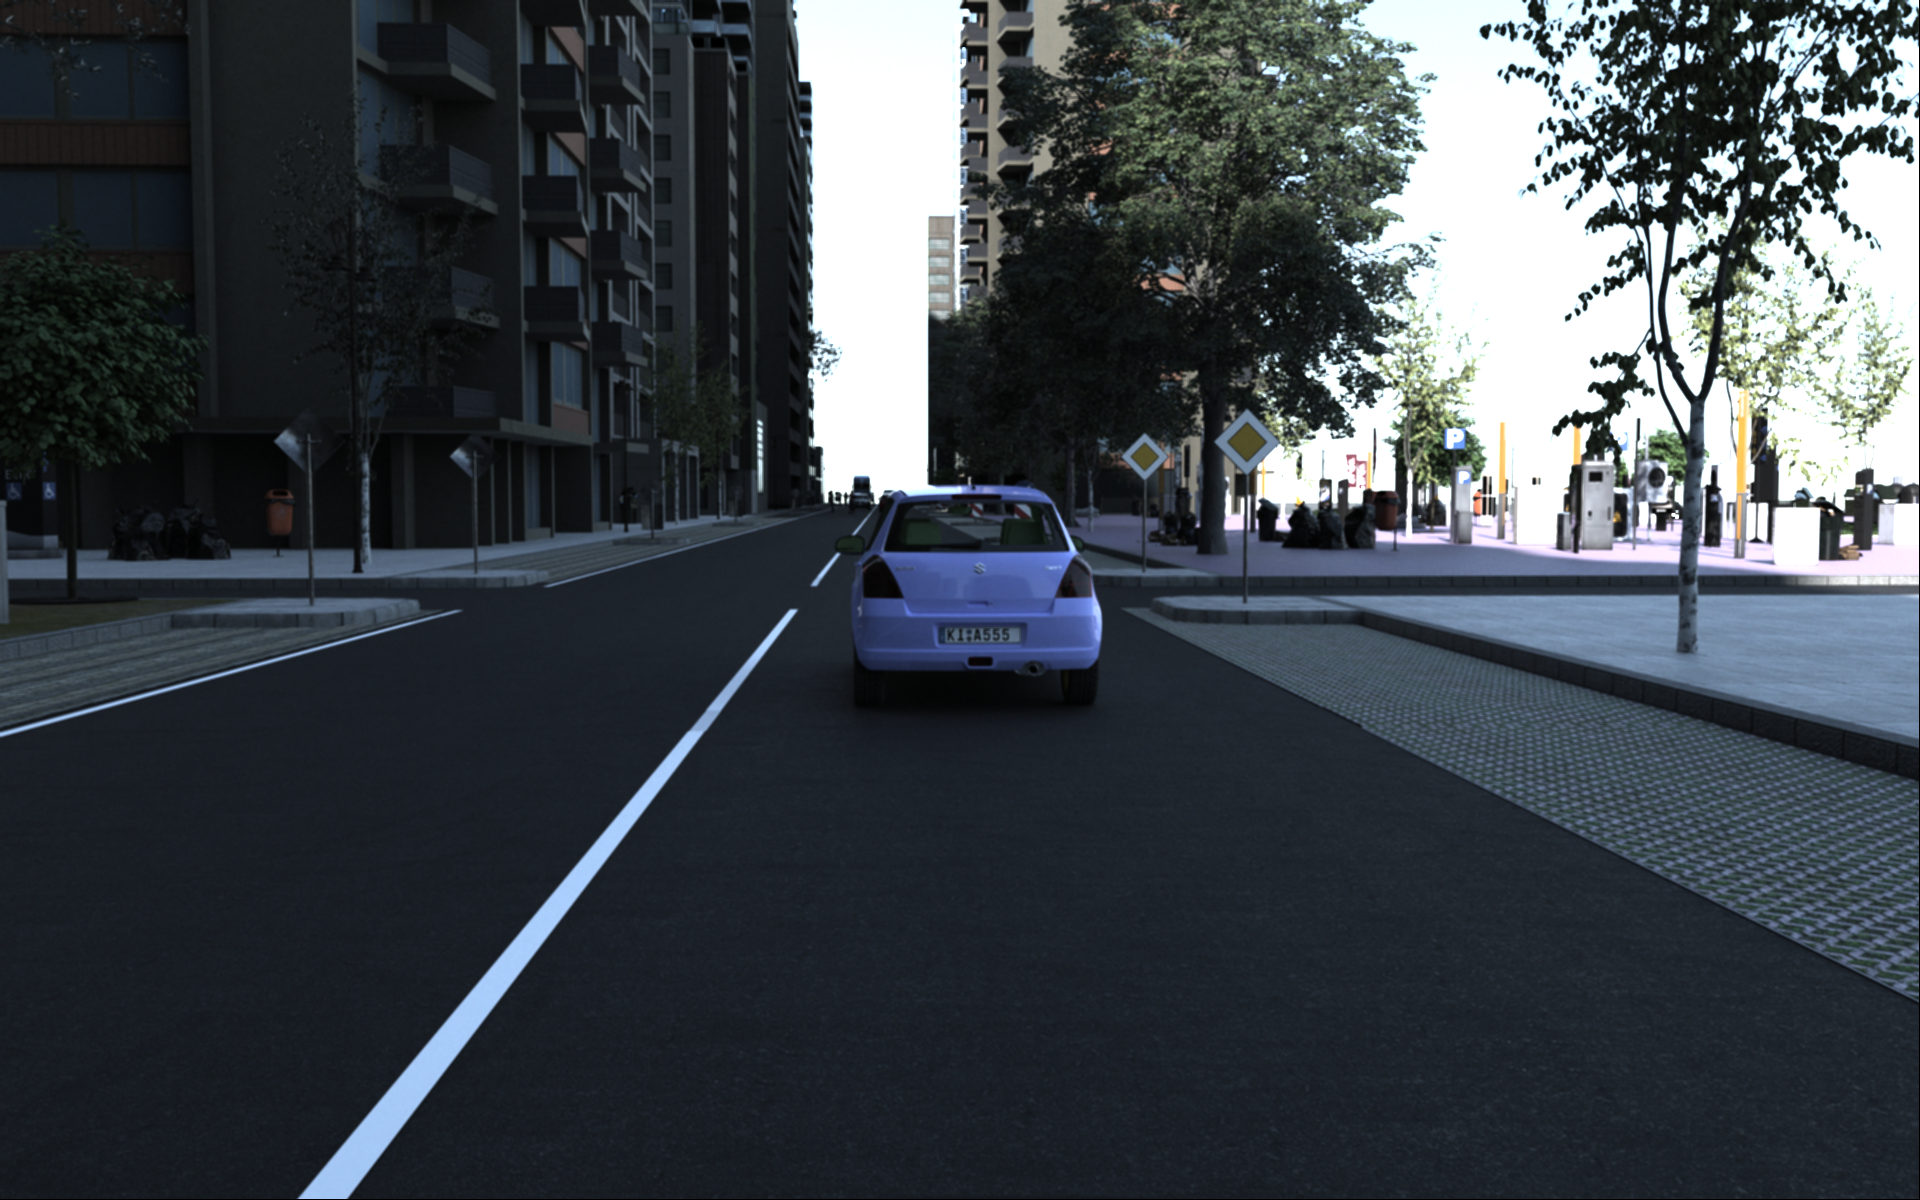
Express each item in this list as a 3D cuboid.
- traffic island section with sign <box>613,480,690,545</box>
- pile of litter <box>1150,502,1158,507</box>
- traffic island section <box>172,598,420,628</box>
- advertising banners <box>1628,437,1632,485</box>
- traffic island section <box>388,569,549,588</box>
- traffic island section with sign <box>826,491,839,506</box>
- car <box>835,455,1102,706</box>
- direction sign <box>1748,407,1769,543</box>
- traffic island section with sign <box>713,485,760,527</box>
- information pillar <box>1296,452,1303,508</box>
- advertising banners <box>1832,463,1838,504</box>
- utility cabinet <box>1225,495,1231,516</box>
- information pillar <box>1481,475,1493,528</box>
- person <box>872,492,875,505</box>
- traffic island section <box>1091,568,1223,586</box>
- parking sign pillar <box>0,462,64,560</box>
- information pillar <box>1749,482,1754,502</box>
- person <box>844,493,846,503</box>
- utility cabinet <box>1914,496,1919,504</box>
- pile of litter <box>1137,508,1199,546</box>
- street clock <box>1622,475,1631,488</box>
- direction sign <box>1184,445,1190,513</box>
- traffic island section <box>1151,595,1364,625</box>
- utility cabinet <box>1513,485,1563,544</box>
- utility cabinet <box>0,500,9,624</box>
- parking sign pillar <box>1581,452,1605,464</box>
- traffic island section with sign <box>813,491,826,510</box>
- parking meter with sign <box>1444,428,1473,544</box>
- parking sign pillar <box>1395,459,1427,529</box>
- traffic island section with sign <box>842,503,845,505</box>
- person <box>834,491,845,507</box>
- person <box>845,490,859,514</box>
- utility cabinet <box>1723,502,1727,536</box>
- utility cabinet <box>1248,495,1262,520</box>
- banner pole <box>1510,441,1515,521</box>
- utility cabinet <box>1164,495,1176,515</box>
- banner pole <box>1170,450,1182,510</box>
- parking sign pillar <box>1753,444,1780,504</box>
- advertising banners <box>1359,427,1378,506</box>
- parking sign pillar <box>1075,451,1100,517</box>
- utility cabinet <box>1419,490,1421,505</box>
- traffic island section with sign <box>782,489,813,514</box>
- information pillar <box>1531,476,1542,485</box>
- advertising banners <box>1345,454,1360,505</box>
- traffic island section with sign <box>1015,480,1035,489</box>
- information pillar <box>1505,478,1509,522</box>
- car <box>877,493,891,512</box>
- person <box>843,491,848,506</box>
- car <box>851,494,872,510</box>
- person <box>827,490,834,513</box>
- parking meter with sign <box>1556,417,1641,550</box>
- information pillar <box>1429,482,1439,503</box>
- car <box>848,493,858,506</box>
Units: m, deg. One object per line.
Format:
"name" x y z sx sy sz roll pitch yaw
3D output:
"traffic island section with sign" -8.729 -2.480 49.179 1.989 1.847 2.006 0 4 -2
"pile of litter" 10.395 -4.906 94.181 1.719 0.858 1.176 0 4 -3
"traffic island section" -7.464 0.146 19.892 2.009 0.180 2.903 0 4 -2
"advertising banners" 20.049 -3.426 52.207 0.090 3.025 2.074 2 4 30
"traffic island section" -7.804 -0.342 27.870 2.009 0.180 2.903 0 4 -2
"traffic island section with sign" -15.529 -12.230 208.587 1.989 1.847 2.006 0 4 -2
"car" 0.024 -0.212 13.060 1.945 1.707 3.694 0 4 -4
"direction sign" 21.086 -3.288 45.760 0.379 3.537 0.876 0 4 -2
"traffic island section with sign" -9.909 -4.175 76.883 1.989 1.847 2.006 0 4 -2
"information pillar" 19.043 -6.471 97.148 0.183 3.616 0.504 -1 4 -23
"advertising banners" 47.244 -5.952 93.505 0.090 3.025 2.074 1 4 21
"utility cabinet" 15.556 -5.602 102.761 1.020 1.237 0.306 -2 4 -24
"information pillar" 20.204 -3.786 66.399 0.304 2.012 0.304 -2 4 -35
"person" -11.257 -13.076 223.017 0.721 1.743 1.217 -1 4 -10
"traffic island section" 3.028 -0.370 28.325 2.009 0.180 2.903 0 4 -2
"parking sign pillar" -18.714 -2.814 34.479 1.447 3.967 1.447 1 4 11
"information pillar" 46.387 -5.930 101.441 0.304 2.012 0.304 1 4 21
"person" -16.528 -14.845 251.078 0.599 1.838 0.709 -2 4 -24
"utility cabinet" 33.917 -3.068 61.325 0.306 1.237 1.020 2 4 30
"pile of litter" 5.486 -1.800 43.391 1.719 0.858 1.176 -2 4 -35
"street clock" 25.208 -3.729 65.537 0.358 2.002 0.471 0 4 7
"direction sign" 10.488 -5.388 80.090 0.379 3.537 0.876 0 4 -8
"traffic island section" 3.368 0.118 20.347 2.009 0.180 2.903 0 4 -2
"utility cabinet" 14.597 -2.144 43.732 1.173 1.500 0.318 0 4 -6
"utility cabinet" -9.842 -0.382 17.410 0.306 1.237 1.020 -3 5 -39
"parking sign pillar" 31.048 -5.914 85.161 1.447 3.967 1.447 3 4 38
"traffic island section with sign" -13.237 -8.938 154.770 1.989 1.847 2.006 0 4 -2
"parking meter with sign" 13.067 -2.996 45.238 0.543 3.016 1.738 0 4 5
"parking sign pillar" 16.721 -4.668 64.798 1.447 3.967 1.447 -1 4 -8
"traffic island section with sign" -16.710 -13.930 236.386 1.989 1.847 2.006 0 4 -2
"person" -13.603 -11.479 196.258 1.350 1.814 0.705 -3 4 -36
"person" -7.956 -7.174 126.515 1.217 1.743 0.721 -1 4 -22
"utility cabinet" 22.986 -2.568 53.142 0.306 1.237 1.020 -2 4 -30
"utility cabinet" 14.654 -4.619 86.676 1.020 1.237 0.306 -2 4 -35
"banner pole" 26.130 -5.619 81.883 0.401 3.779 0.863 2 4 27
"utility cabinet" 11.942 -5.383 99.167 1.020 1.237 0.306 2 4 35
"banner pole" 11.310 -6.182 91.091 0.863 3.779 0.401 -1 4 -18
"parking sign pillar" 43.556 -6.426 93.541 1.447 3.967 1.447 -2 4 -26
"advertising banners" 10.898 -3.051 46.077 0.090 3.025 2.074 0 4 6
"parking sign pillar" 7.079 -6.611 96.569 1.447 3.967 1.447 -1 4 -9
"utility cabinet" 22.418 -4.754 86.411 0.318 1.500 1.173 -3 4 -38
"traffic island section with sign" -12.087 -7.291 127.839 1.989 1.847 2.006 0 4 -2
"information pillar" 23.873 -4.115 71.778 0.304 2.012 0.304 -3 4 -36
"advertising banners" 17.713 -4.821 75.009 2.074 3.025 0.090 1 4 9
"traffic island section with sign" 1.728 -2.603 51.191 1.989 1.847 2.006 0 4 -2
"information pillar" 24.942 -4.581 79.398 0.304 2.012 0.304 -2 4 -34
"car" -5.758 -8.145 142.210 2.155 1.783 4.494 0 4 -2
"person" -14.089 -12.569 214.020 0.705 1.822 1.348 1 4 18
"car" -9.027 -9.052 157.779 2.009 1.686 4.222 0 4 -1
"person" -10.112 -7.687 134.714 0.750 1.759 0.617 1 4 14
"parking meter with sign" 14.597 -2.655 39.664 1.738 3.016 0.543 1 4 15
"information pillar" 25.281 -6.179 92.379 0.504 3.616 0.183 1 4 22
"car" -11.583 -11.261 193.713 1.945 1.707 3.694 0 4 -1
